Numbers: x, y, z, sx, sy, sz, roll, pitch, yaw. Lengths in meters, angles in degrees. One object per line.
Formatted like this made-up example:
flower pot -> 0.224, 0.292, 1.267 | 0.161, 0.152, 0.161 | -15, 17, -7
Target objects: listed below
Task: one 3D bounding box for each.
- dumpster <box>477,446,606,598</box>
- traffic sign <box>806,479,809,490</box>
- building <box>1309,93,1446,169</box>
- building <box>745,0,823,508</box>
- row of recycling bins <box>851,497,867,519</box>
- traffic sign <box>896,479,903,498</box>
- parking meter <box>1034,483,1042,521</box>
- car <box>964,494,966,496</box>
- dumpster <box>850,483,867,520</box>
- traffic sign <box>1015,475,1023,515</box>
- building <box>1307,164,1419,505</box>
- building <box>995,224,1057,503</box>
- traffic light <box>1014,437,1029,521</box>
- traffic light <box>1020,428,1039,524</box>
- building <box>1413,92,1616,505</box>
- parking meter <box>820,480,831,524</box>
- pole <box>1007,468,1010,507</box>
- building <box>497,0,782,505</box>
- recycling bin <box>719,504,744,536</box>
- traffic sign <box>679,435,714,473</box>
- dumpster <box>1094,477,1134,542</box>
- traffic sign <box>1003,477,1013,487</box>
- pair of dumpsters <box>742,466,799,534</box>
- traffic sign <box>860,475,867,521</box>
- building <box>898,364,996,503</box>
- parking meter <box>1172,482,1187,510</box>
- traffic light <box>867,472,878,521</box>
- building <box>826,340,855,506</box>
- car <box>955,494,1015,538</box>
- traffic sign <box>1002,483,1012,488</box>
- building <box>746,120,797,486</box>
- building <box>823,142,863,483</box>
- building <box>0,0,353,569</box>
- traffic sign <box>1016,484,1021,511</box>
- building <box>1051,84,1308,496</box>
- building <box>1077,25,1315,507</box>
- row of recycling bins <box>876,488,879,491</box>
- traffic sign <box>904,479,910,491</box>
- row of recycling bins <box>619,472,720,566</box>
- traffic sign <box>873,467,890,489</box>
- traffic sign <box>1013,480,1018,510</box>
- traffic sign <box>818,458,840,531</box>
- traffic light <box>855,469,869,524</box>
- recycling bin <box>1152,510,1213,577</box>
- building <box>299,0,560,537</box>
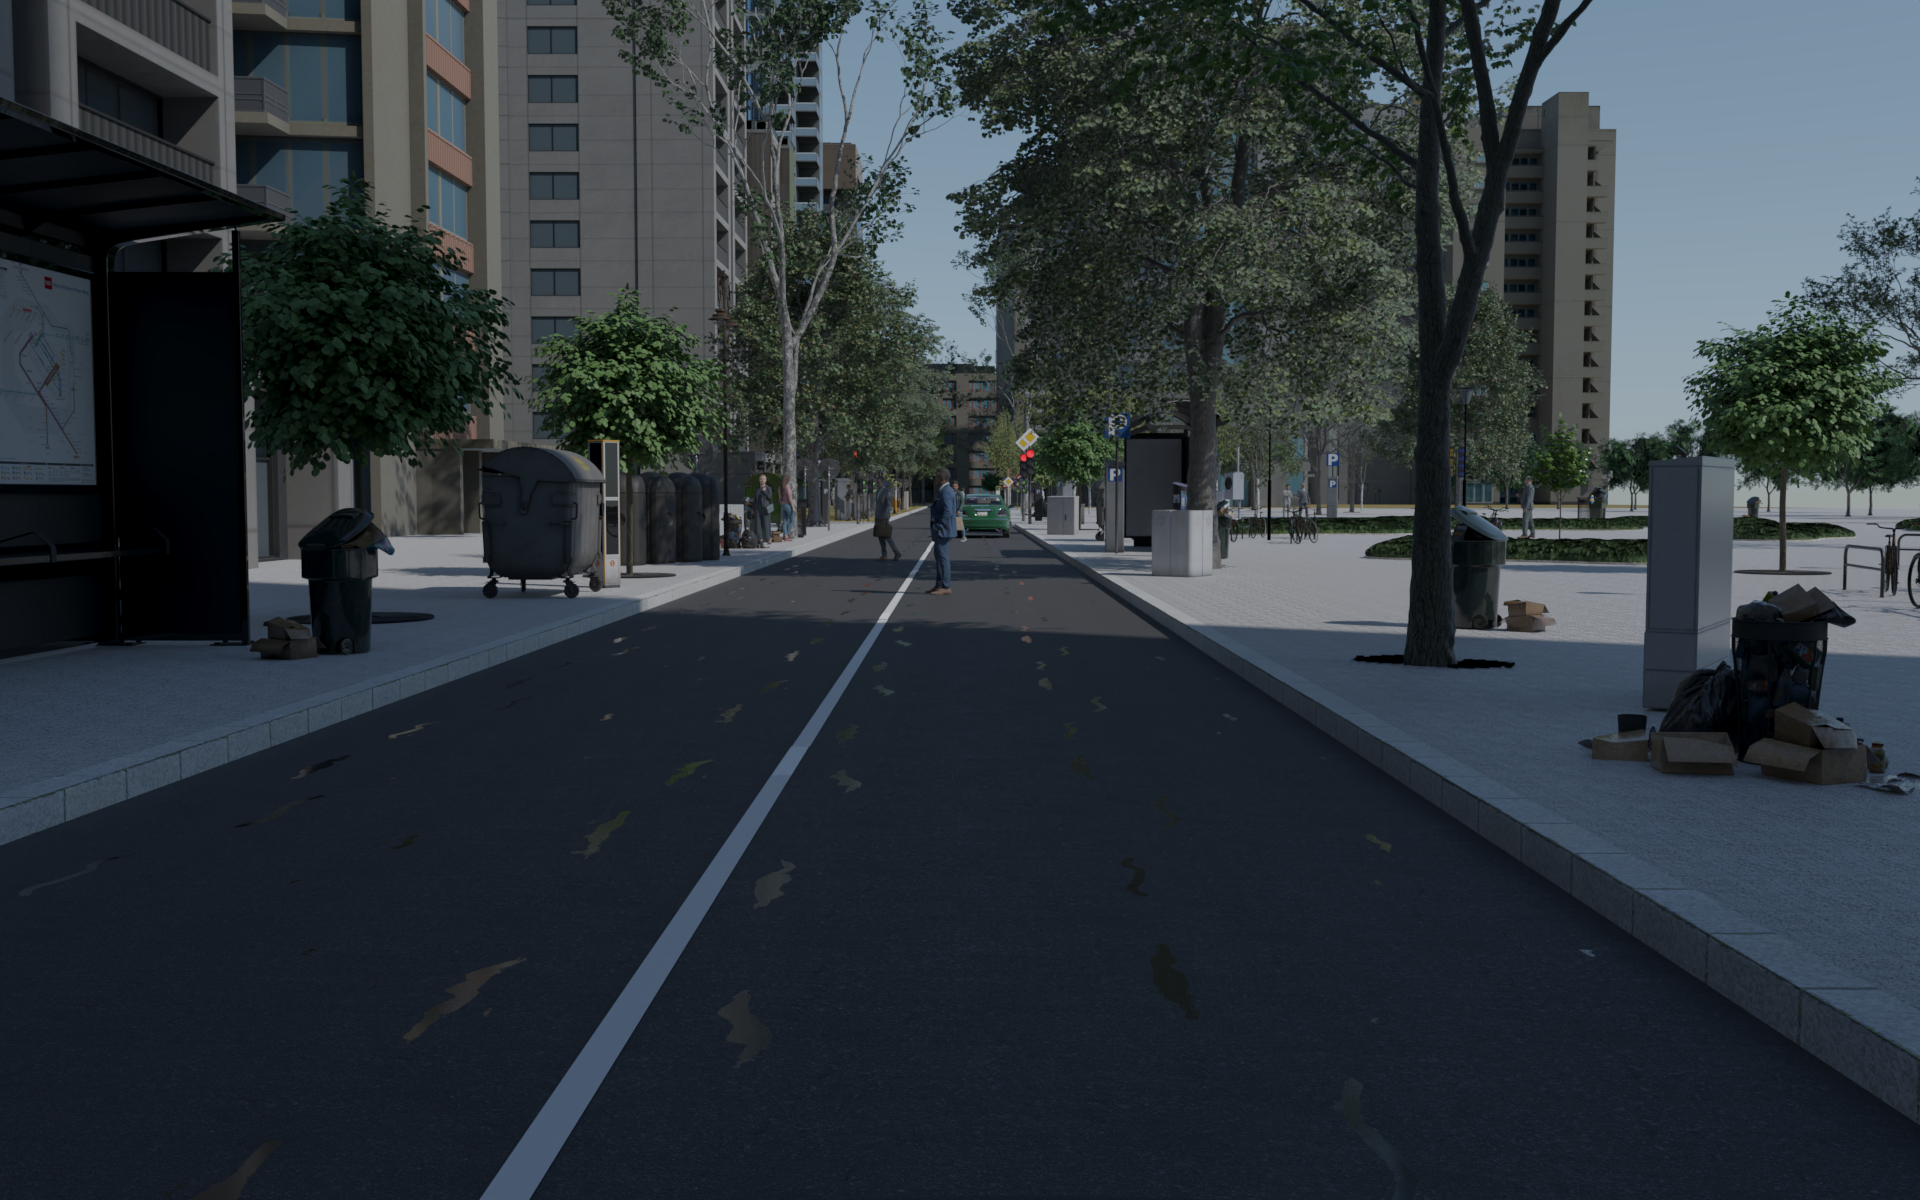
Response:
dumpster -> -5.285, -0.990, 21.939 | 1.264, 1.857, 1.865 | 0, 4, 0
traffic sign -> -6.464, -4.535, 74.247 | 0.768, 2.556, 0.104 | 0, 4, 7
building -> 57.716, -43.752, 257.336 | 28.212, 58.520, 21.231 | 0, 4, 0
building -> -23.709, -52.458, 170.365 | 22.319, 86.520, 31.000 | 0, 4, 0
row of recycling bins -> -5.296, -5.102, 90.527 | 1.069, 1.692, 3.534 | 0, 4, 2
traffic sign -> -4.991, -8.763, 143.383 | 0.768, 2.556, 0.104 | 0, 4, 7
parking meter -> 3.720, -4.696, 82.488 | 0.399, 1.863, 0.255 | 0, 4, 5
car -> 1.118, -11.605, 198.775 | 2.155, 1.783, 4.494 | 0, 4, -1
dumpster -> -5.325, -5.005, 87.585 | 1.264, 1.857, 1.865 | 0, 4, 0
traffic sign -> 3.841, -6.624, 108.415 | 0.768, 2.556, 0.104 | 1, 4, 10
building -> 50.393, -32.613, 216.820 | 14.086, 41.232, 14.154 | 0, 4, 0
building -> 12.275, -34.925, 254.623 | 14.086, 41.232, 14.154 | 0, 4, 0
traffic light -> 2.974, -5.662, 81.490 | 0.839, 4.253, 0.868 | 0, 4, 0
traffic light -> 2.952, -5.173, 73.505 | 0.839, 4.253, 0.868 | 0, 4, 0
building -> 68.226, -36.061, 213.305 | 21.600, 48.544, 21.300 | 0, 4, 0
parking meter -> -5.700, -4.135, 73.315 | 0.399, 1.863, 0.255 | -2, 4, -25
pole -> 3.855, -8.814, 137.958 | 0.158, 3.312, 0.155 | 0, 3, 0
building -> -21.888, -40.921, 107.312 | 20.563, 71.187, 20.611 | 0, 4, 0
recycling bin -> -5.722, -1.814, 42.211 | 0.722, 1.027, 0.722 | -2, 4, -27
traffic sign -> -5.662, -2.267, 37.166 | 0.768, 2.556, 0.104 | 0, 4, 6
dumpster -> 4.352, -2.547, 47.396 | 1.264, 1.857, 1.865 | 0, 4, 0
traffic sign -> 3.631, -7.929, 129.366 | 0.795, 2.593, 0.064 | 0, 4, 7
pair of dumpsters -> -6.339, -3.384, 57.824 | 1.574, 2.255, 4.437 | 0, 3, 0
traffic sign -> -4.609, -4.942, 82.923 | 0.606, 2.300, 0.079 | 0, 4, 3
building -> -9.198, -25.500, 261.968 | 28.899, 21.520, 27.650 | 0, 4, 0
parking meter -> 4.536, -1.658, 35.514 | 0.372, 1.533, 0.369 | 0, 3, 0
traffic light -> -4.287, -5.662, 81.494 | 0.839, 4.253, 0.868 | 0, 4, 0
building -> -19.341, -25.867, 194.633 | 14.160, 30.474, 14.107 | 0, 4, 0
car -> 0.778, -2.830, 58.070 | 2.131, 1.459, 4.920 | 0, 4, 1
traffic sign -> 3.830, -8.573, 140.175 | 0.884, 2.594, 0.081 | 0, 4, 4
building -> -20.334, -22.151, 133.863 | 14.160, 30.474, 14.107 | 0, 4, 0
building -> -19.630, -34.660, 216.798 | 14.200, 45.320, 14.600 | 0, 4, 0
building -> -22.329, -36.069, 27.986 | 20.563, 71.187, 20.611 | 0, 4, 0
traffic sign -> 4.754, -8.259, 135.144 | 0.768, 2.556, 0.104 | 0, 4, 3
building -> 25.785, -37.968, 210.020 | 28.713, 52.752, 27.495 | 0, 4, 0
building -> 23.829, -34.349, 181.217 | 23.786, 49.044, 30.456 | 0, 4, 0
row of recycling bins -> -5.270, -6.197, 108.439 | 1.069, 1.692, 3.534 | 1, 4, 15
traffic sign -> -4.547, -8.795, 143.897 | 0.768, 2.556, 0.104 | 0, 4, 1
row of recycling bins -> -5.544, -1.548, 32.426 | 1.069, 1.692, 3.534 | 1, 4, 22
traffic sign -> -6.198, -8.191, 127.790 | 2.265, 3.308, 0.079 | 0, 4, 7
traffic sign -> 4.612, -8.527, 139.519 | 0.768, 2.556, 0.104 | 1, 4, 9
traffic sign -> -4.598, -3.701, 60.624 | 0.768, 2.556, 0.104 | 0, 4, 7
traffic light -> -4.309, -5.174, 73.509 | 0.839, 4.253, 0.868 | 0, 4, 0
recycling bin -> 3.476, -0.889, 27.097 | 0.722, 1.027, 0.722 | 3, 4, 37
building -> -29.026, -24.589, 56.651 | 28.867, 44.769, 22.147 | 0, 4, 0
